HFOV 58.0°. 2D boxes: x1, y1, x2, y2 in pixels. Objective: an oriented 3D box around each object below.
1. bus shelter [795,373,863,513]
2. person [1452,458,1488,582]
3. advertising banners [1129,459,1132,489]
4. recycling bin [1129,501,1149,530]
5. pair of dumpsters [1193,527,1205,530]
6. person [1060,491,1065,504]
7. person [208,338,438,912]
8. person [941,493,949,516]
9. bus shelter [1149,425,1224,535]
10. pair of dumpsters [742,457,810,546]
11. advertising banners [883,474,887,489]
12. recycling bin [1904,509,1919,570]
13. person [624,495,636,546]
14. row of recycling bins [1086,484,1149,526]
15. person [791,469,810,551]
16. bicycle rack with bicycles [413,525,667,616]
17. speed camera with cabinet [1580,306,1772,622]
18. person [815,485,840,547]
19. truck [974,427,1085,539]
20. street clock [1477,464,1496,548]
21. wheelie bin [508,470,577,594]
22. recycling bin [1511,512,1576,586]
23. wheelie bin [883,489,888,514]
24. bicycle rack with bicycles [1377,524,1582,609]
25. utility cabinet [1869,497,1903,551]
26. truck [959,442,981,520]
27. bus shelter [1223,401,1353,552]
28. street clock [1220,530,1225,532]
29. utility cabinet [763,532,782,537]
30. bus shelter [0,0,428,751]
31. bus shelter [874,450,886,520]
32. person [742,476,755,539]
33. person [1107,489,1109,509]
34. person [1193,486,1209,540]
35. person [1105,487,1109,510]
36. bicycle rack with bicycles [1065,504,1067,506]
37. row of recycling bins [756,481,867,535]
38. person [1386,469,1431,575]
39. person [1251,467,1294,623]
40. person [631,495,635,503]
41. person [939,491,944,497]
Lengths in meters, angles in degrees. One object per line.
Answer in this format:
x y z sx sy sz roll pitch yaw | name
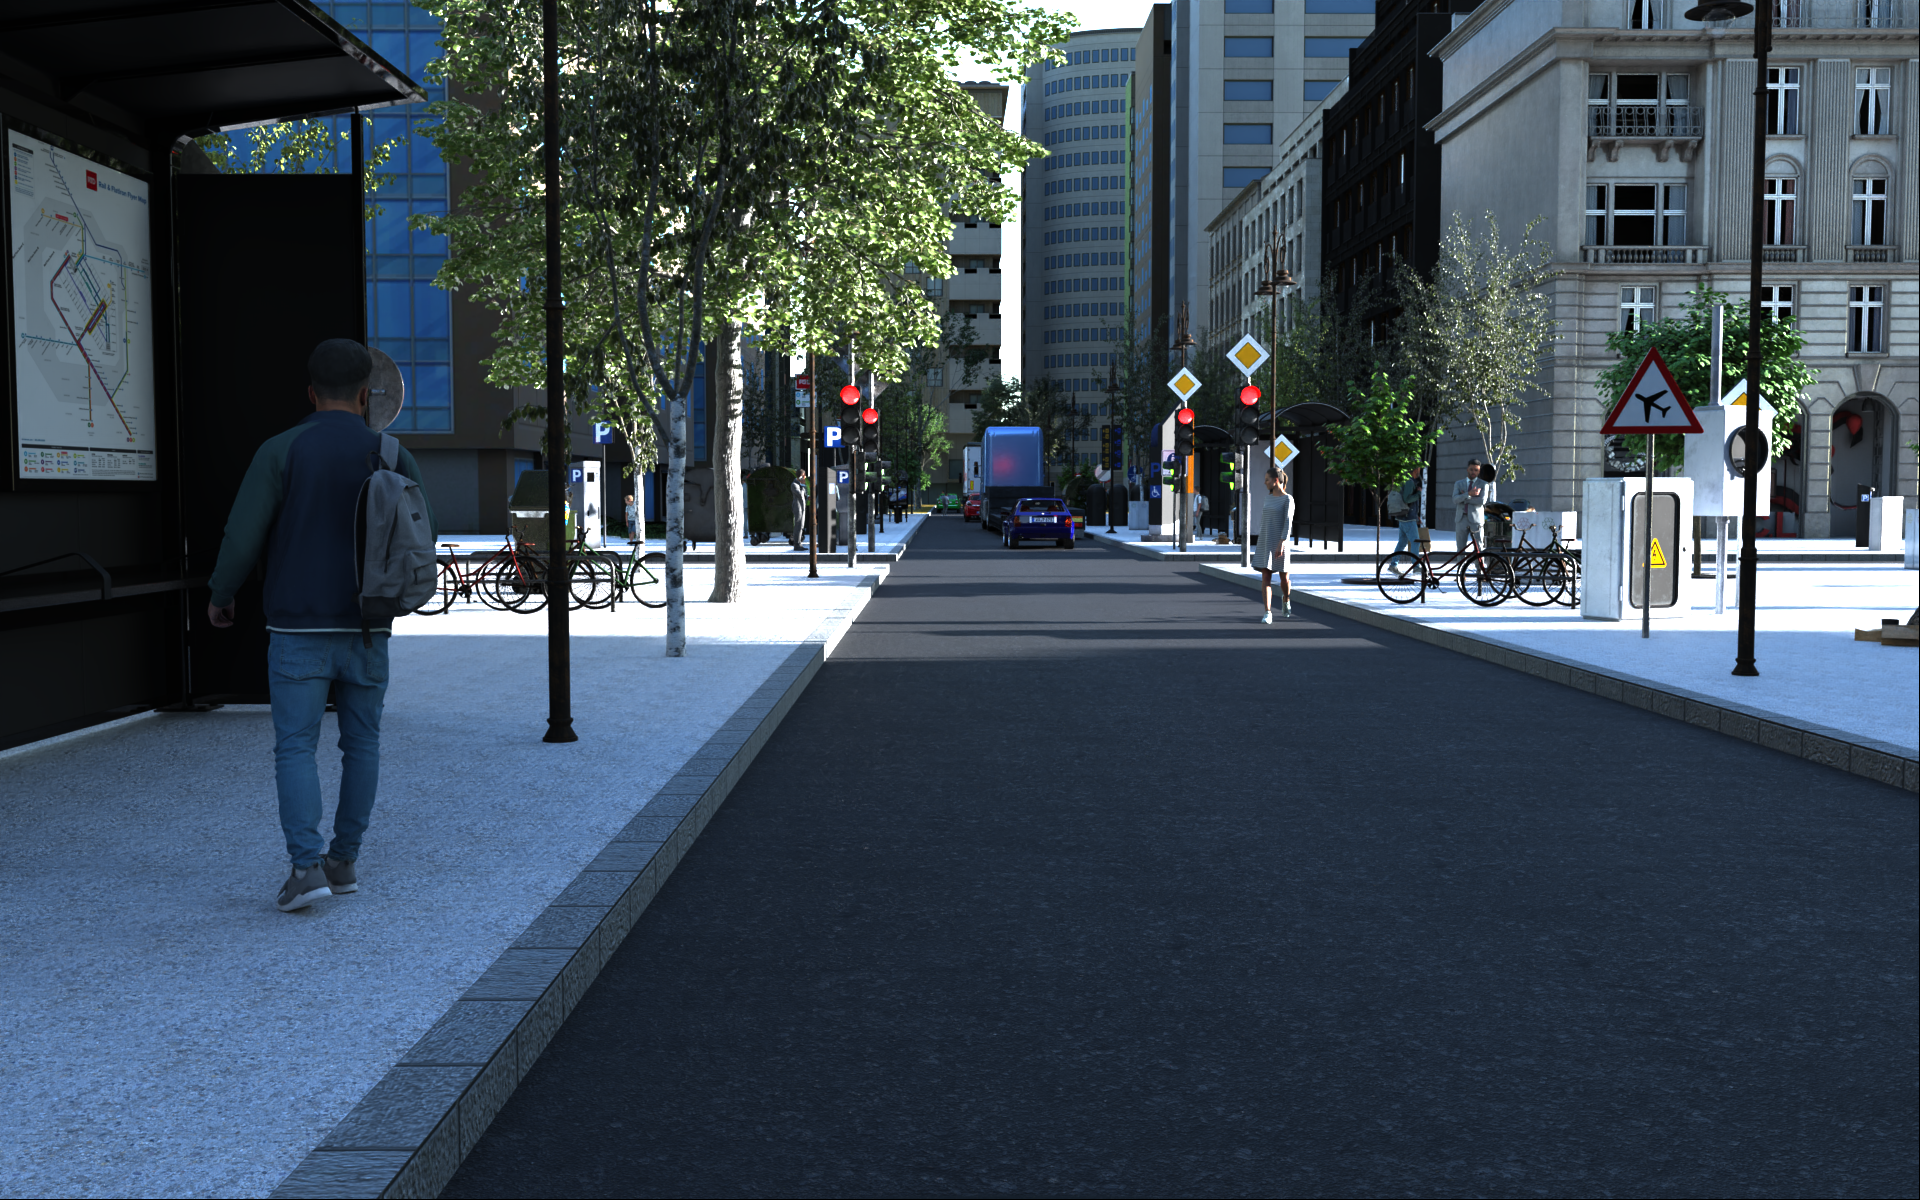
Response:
-4.417 -5.056 60.292 2.179 5.291 8.768 0 4 0 | bus shelter
7.449 -1.166 25.295 0.511 1.800 0.466 1 4 12 | person
8.542 -5.452 85.325 0.090 3.025 2.074 0 4 -5 | advertising banners
6.438 -3.027 62.039 0.722 1.027 0.722 1 4 11 | recycling bin
7.846 -3.637 61.950 1.574 2.255 4.437 0 4 0 | pair of dumpsters
10.374 -10.311 175.073 0.568 1.767 0.683 -1 4 -11 | person
-1.999 0.053 5.530 0.721 1.781 0.623 3 5 44 | person
-0.961 -6.184 112.207 0.503 1.515 0.523 0 4 -5 | person
7.140 -3.638 53.408 2.014 3.302 5.546 0 4 0 | bus shelter
-4.684 -2.579 44.660 1.574 2.255 4.437 0 4 0 | pair of dumpsters
-4.580 -5.874 92.221 2.074 3.025 0.090 2 4 35 | advertising banners
16.551 -1.028 29.368 0.722 1.027 0.722 0 4 3 | recycling bin
-8.126 -1.971 42.951 0.332 1.250 0.352 3 5 41 | person
6.857 -3.835 69.814 3.534 1.692 1.069 0 4 5 | row of recycling bins
-3.578 -2.043 39.249 0.447 1.846 0.655 0 4 5 | person
-4.586 -0.369 19.413 2.925 0.926 2.852 0 4 -7 | bicycle rack with bicycles
7.415 -1.440 17.880 2.038 3.252 0.660 -2 4 -23 | speed camera with cabinet
-3.237 -2.166 41.628 0.661 1.801 0.590 -2 4 -34 | person
2.365 -4.509 63.483 2.967 4.110 18.799 0 4 -2 | truck
12.454 -2.238 41.169 0.471 2.002 0.358 -1 4 -20 | street clock
-5.402 -0.887 22.410 0.980 1.594 0.693 1 4 19 | wheelie bin
8.319 -0.742 24.683 0.722 1.027 0.722 2 4 34 | recycling bin
-4.895 -6.279 110.564 0.693 1.594 0.980 1 4 14 | wheelie bin
6.717 -0.421 20.273 2.925 0.926 2.852 3 5 39 | bicycle rack with bicycles
21.043 -1.726 39.381 1.020 1.237 0.306 -3 4 -38 | utility cabinet
1.457 -6.777 99.718 2.839 4.237 11.283 0 4 -1 | truck
7.691 -2.858 40.660 2.014 3.302 5.546 0 4 0 | bus shelter
8.844 -3.296 58.468 0.358 2.002 0.471 -1 4 -16 | street clock
-5.603 -2.611 51.370 0.318 1.500 1.173 1 4 9 | utility cabinet
-3.945 -0.971 7.164 1.731 3.624 6.357 0 4 -1 | bus shelter
-4.784 -6.493 83.798 2.179 5.291 8.768 0 4 0 | bus shelter
-6.134 -2.680 49.954 0.635 1.810 0.391 -2 4 -30 | person
13.092 -8.875 151.883 0.721 1.736 1.217 2 4 34 | person
6.661 -2.433 48.412 0.523 1.515 0.503 -2 4 -29 | person
11.570 -8.052 137.771 0.705 1.814 1.350 3 5 43 | person
6.683 -5.917 110.126 2.925 0.926 2.852 1 4 9 | bicycle rack with bicycles
-4.688 -2.917 54.803 3.534 1.692 1.069 -1 4 -17 | row of recycling bins
7.048 -1.289 27.107 0.713 1.824 0.794 2 4 25 | person
3.537 -0.625 19.463 0.466 1.731 0.760 1 4 20 | person
-10.353 -2.714 55.096 0.352 1.250 0.332 0 4 7 | person
-1.711 -9.429 163.202 0.750 1.759 0.617 -1 4 -10 | person
